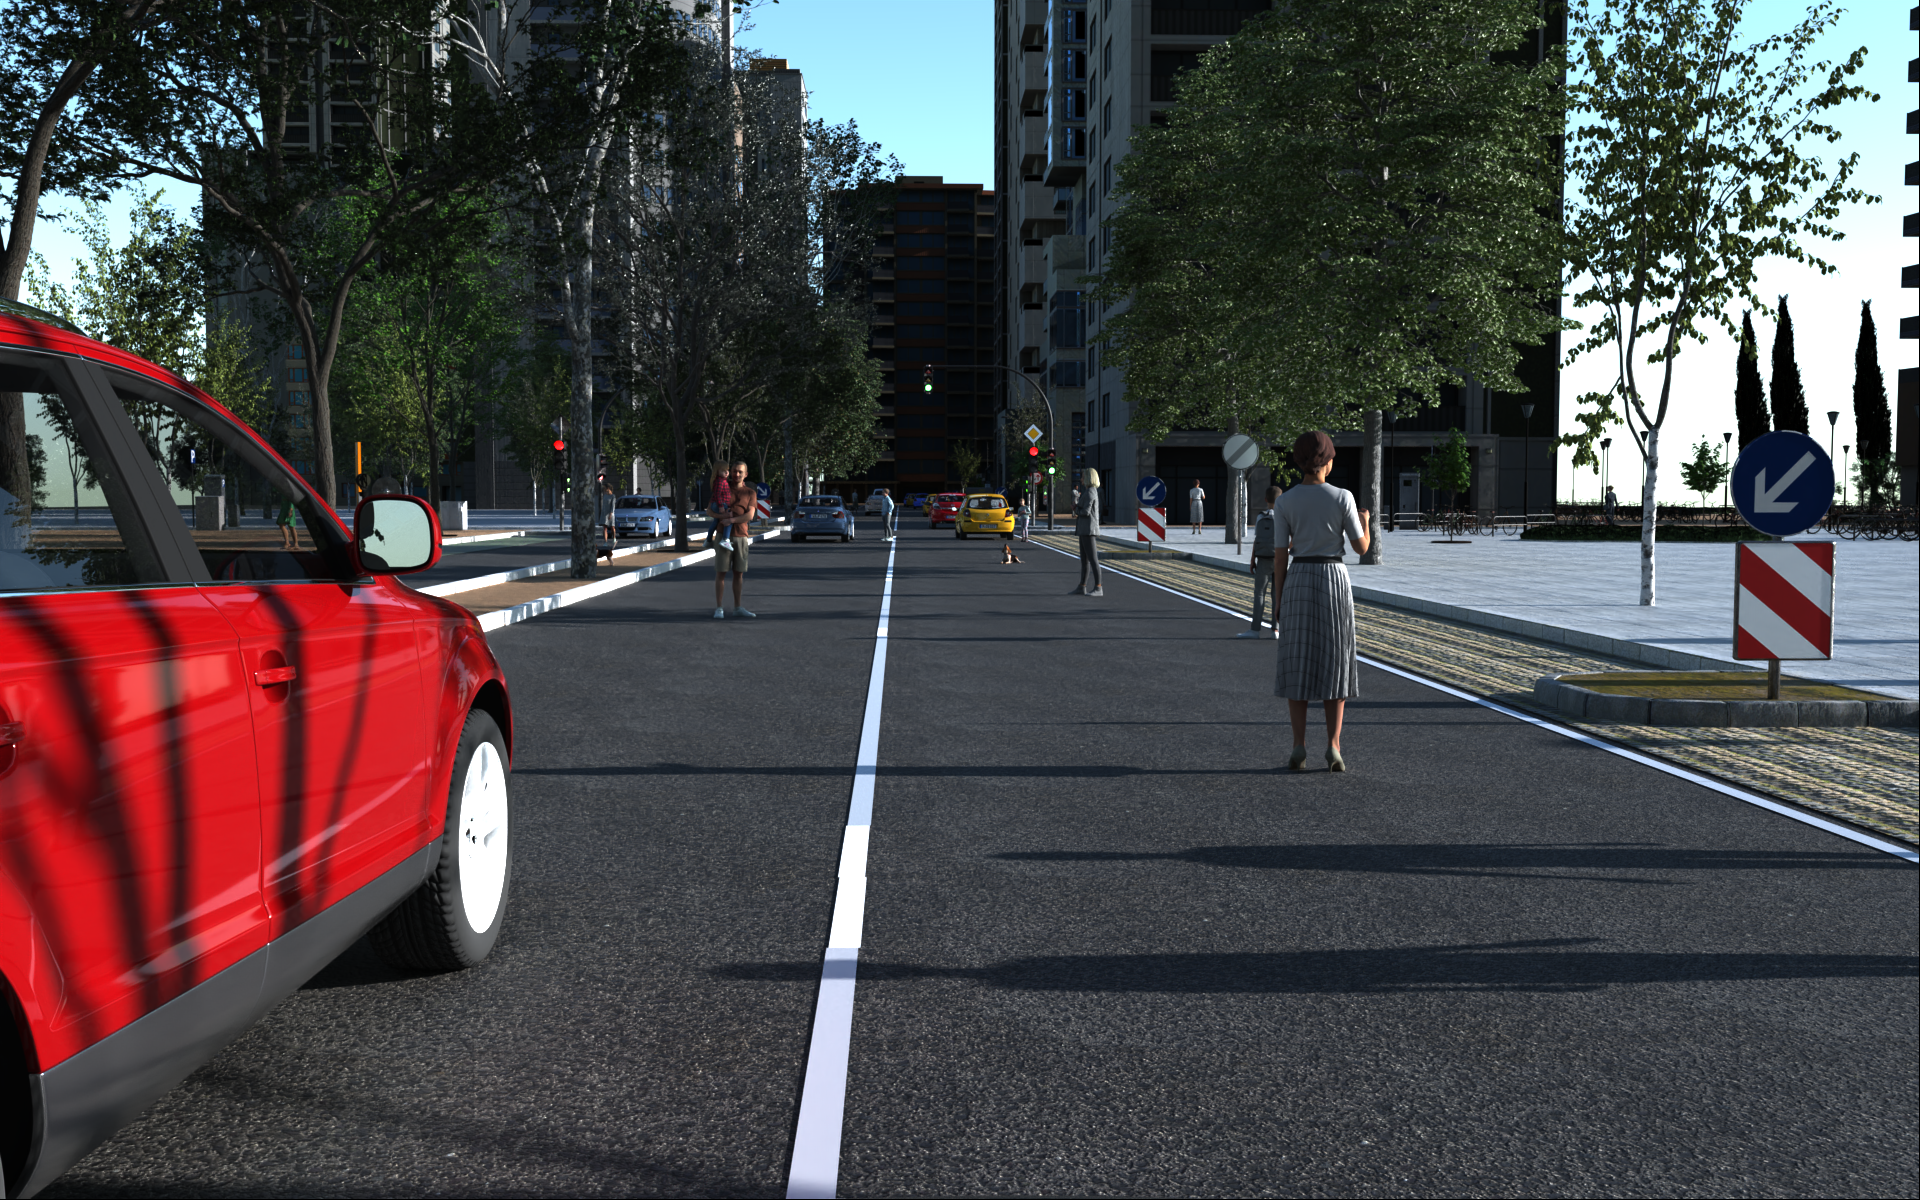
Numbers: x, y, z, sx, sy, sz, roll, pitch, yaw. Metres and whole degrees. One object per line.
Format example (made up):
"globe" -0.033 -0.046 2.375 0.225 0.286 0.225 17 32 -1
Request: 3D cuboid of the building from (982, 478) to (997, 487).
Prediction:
"building" 18.711 -30.168 185.134 32.217 40.220 23.993 0 4 -2

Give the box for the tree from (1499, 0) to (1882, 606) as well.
"tree" 8.112 -4.252 19.878 4.737 8.622 4.395 0 3 0

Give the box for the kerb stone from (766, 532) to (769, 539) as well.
"kerb stone" -6.278 -2.021 55.242 0.120 0.150 1.000 0 4 -2

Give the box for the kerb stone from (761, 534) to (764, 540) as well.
"kerb stone" -6.205 -1.895 53.185 0.120 0.150 1.000 0 4 -2

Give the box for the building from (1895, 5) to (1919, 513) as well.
"building" 53.745 -26.174 78.060 14.200 45.320 14.600 0 4 -2

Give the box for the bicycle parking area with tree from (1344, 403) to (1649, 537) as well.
"bicycle parking area with tree" 16.142 -4.264 56.712 9.016 4.147 8.231 -2 4 -25

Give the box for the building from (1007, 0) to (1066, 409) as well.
"building" 18.523 -34.798 158.192 28.713 52.752 27.495 0 4 -2

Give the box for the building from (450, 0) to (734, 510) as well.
"building" -32.168 -37.578 156.407 21.231 58.520 28.212 0 4 -2

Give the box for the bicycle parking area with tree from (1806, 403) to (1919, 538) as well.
"bicycle parking area with tree" 30.506 -4.314 57.539 9.016 4.147 8.231 1 4 12

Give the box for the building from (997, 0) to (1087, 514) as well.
"building" 14.746 -49.613 123.837 22.319 86.520 31.000 0 4 -2

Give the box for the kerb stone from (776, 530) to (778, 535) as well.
"kerb stone" -6.416 -2.272 59.338 0.120 0.150 1.000 0 4 -2

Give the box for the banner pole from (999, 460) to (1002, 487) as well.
"banner pole" 2.960 -8.345 126.455 0.401 3.779 0.863 1 4 21

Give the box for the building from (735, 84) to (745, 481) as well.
"building" -29.814 -32.294 178.121 14.600 45.320 14.200 0 4 -2

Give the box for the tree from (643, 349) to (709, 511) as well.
"tree" -19.528 -13.005 129.635 9.611 12.733 9.660 0 3 0

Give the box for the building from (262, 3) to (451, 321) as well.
"building" -81.259 -48.778 235.768 20.611 71.187 20.563 0 4 -2

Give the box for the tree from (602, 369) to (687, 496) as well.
"tree" -17.798 -9.100 99.142 4.737 8.622 4.395 0 3 0

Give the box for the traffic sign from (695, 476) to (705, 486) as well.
"traffic sign" -17.914 -7.309 119.234 0.795 2.593 0.064 0 4 8

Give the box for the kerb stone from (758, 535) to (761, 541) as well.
"kerb stone" -6.170 -1.833 52.162 0.120 0.150 1.000 0 4 -2

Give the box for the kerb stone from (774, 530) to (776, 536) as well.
"kerb stone" -6.385 -2.209 58.317 0.120 0.150 1.000 0 4 -2

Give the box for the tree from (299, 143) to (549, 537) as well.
"tree" -16.027 -7.738 52.268 9.928 11.665 9.643 0 3 0

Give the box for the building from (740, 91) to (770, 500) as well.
"building" -34.060 -35.579 205.425 21.600 48.544 21.300 0 4 -2

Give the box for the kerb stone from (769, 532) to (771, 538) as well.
"kerb stone" -6.311 -2.084 56.269 0.120 0.150 1.000 0 4 -2

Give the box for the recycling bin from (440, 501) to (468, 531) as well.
"recycling bin" -17.859 -2.971 61.123 0.722 1.027 0.722 0 4 6

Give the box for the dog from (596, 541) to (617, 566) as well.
"dog" -7.073 -0.915 34.255 0.406 0.507 0.540 1 4 14

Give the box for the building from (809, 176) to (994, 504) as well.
"building" -6.397 -35.869 241.085 28.867 44.769 22.147 0 4 -2

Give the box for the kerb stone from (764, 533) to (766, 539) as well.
"kerb stone" -6.244 -1.958 54.209 0.120 0.150 1.000 0 4 -2

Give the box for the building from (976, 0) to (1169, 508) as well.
"building" 12.611 -46.995 206.613 20.563 71.187 20.611 0 4 -2

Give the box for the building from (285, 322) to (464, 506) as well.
"building" -59.344 -21.881 202.794 28.899 21.520 27.650 0 4 -2

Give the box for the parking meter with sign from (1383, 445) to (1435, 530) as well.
"parking meter with sign" 16.149 -4.039 62.297 1.738 3.016 0.543 1 4 12

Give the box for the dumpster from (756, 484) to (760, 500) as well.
"dumpster" -16.587 -8.133 137.929 1.985 2.255 1.502 0 4 -3

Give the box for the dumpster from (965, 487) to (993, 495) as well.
"dumpster" 1.235 -6.310 111.387 1.865 1.857 1.264 0 4 -1

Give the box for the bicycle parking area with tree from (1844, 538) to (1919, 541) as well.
"bicycle parking area with tree" 29.012 -3.732 48.024 8.231 4.147 9.016 -2 4 -34

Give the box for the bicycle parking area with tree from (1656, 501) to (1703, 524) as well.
"bicycle parking area with tree" 33.478 -5.669 79.693 8.231 4.147 9.016 -1 4 -11

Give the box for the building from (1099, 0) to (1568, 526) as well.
"building" 17.051 -39.162 78.546 20.611 71.187 20.563 0 4 -2

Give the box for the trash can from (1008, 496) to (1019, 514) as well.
"trash can" 3.438 -6.086 111.166 0.748 1.137 0.748 0 3 0

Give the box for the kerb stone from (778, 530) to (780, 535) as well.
"kerb stone" -6.448 -2.332 60.360 0.120 0.150 1.000 0 4 -2

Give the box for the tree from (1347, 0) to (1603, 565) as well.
"tree" 7.682 -6.893 30.822 7.486 12.596 7.792 0 3 0

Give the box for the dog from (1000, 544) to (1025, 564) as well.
"dog" 1.103 -0.959 35.880 0.748 0.427 0.550 -1 4 -23

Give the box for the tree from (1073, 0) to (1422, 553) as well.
"tree" 6.627 -7.704 44.084 7.486 12.596 7.792 0 3 0

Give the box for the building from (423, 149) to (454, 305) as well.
"building" -60.005 -37.607 238.573 21.600 48.544 21.300 0 4 -2

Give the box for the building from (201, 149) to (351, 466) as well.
"building" -81.061 -32.092 208.302 14.086 41.232 14.154 0 4 -2

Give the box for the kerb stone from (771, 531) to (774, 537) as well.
"kerb stone" -6.348 -2.145 57.291 0.120 0.150 1.000 0 4 -2

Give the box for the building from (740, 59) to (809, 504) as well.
"building" -35.064 -42.550 237.699 28.212 58.520 21.231 0 4 -2

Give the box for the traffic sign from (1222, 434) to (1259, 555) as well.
"traffic sign" 5.907 -2.229 36.546 0.768 2.556 0.104 0 4 7

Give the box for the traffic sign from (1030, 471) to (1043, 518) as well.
"traffic sign" 4.125 -5.751 94.140 0.768 2.556 0.104 0 4 2
